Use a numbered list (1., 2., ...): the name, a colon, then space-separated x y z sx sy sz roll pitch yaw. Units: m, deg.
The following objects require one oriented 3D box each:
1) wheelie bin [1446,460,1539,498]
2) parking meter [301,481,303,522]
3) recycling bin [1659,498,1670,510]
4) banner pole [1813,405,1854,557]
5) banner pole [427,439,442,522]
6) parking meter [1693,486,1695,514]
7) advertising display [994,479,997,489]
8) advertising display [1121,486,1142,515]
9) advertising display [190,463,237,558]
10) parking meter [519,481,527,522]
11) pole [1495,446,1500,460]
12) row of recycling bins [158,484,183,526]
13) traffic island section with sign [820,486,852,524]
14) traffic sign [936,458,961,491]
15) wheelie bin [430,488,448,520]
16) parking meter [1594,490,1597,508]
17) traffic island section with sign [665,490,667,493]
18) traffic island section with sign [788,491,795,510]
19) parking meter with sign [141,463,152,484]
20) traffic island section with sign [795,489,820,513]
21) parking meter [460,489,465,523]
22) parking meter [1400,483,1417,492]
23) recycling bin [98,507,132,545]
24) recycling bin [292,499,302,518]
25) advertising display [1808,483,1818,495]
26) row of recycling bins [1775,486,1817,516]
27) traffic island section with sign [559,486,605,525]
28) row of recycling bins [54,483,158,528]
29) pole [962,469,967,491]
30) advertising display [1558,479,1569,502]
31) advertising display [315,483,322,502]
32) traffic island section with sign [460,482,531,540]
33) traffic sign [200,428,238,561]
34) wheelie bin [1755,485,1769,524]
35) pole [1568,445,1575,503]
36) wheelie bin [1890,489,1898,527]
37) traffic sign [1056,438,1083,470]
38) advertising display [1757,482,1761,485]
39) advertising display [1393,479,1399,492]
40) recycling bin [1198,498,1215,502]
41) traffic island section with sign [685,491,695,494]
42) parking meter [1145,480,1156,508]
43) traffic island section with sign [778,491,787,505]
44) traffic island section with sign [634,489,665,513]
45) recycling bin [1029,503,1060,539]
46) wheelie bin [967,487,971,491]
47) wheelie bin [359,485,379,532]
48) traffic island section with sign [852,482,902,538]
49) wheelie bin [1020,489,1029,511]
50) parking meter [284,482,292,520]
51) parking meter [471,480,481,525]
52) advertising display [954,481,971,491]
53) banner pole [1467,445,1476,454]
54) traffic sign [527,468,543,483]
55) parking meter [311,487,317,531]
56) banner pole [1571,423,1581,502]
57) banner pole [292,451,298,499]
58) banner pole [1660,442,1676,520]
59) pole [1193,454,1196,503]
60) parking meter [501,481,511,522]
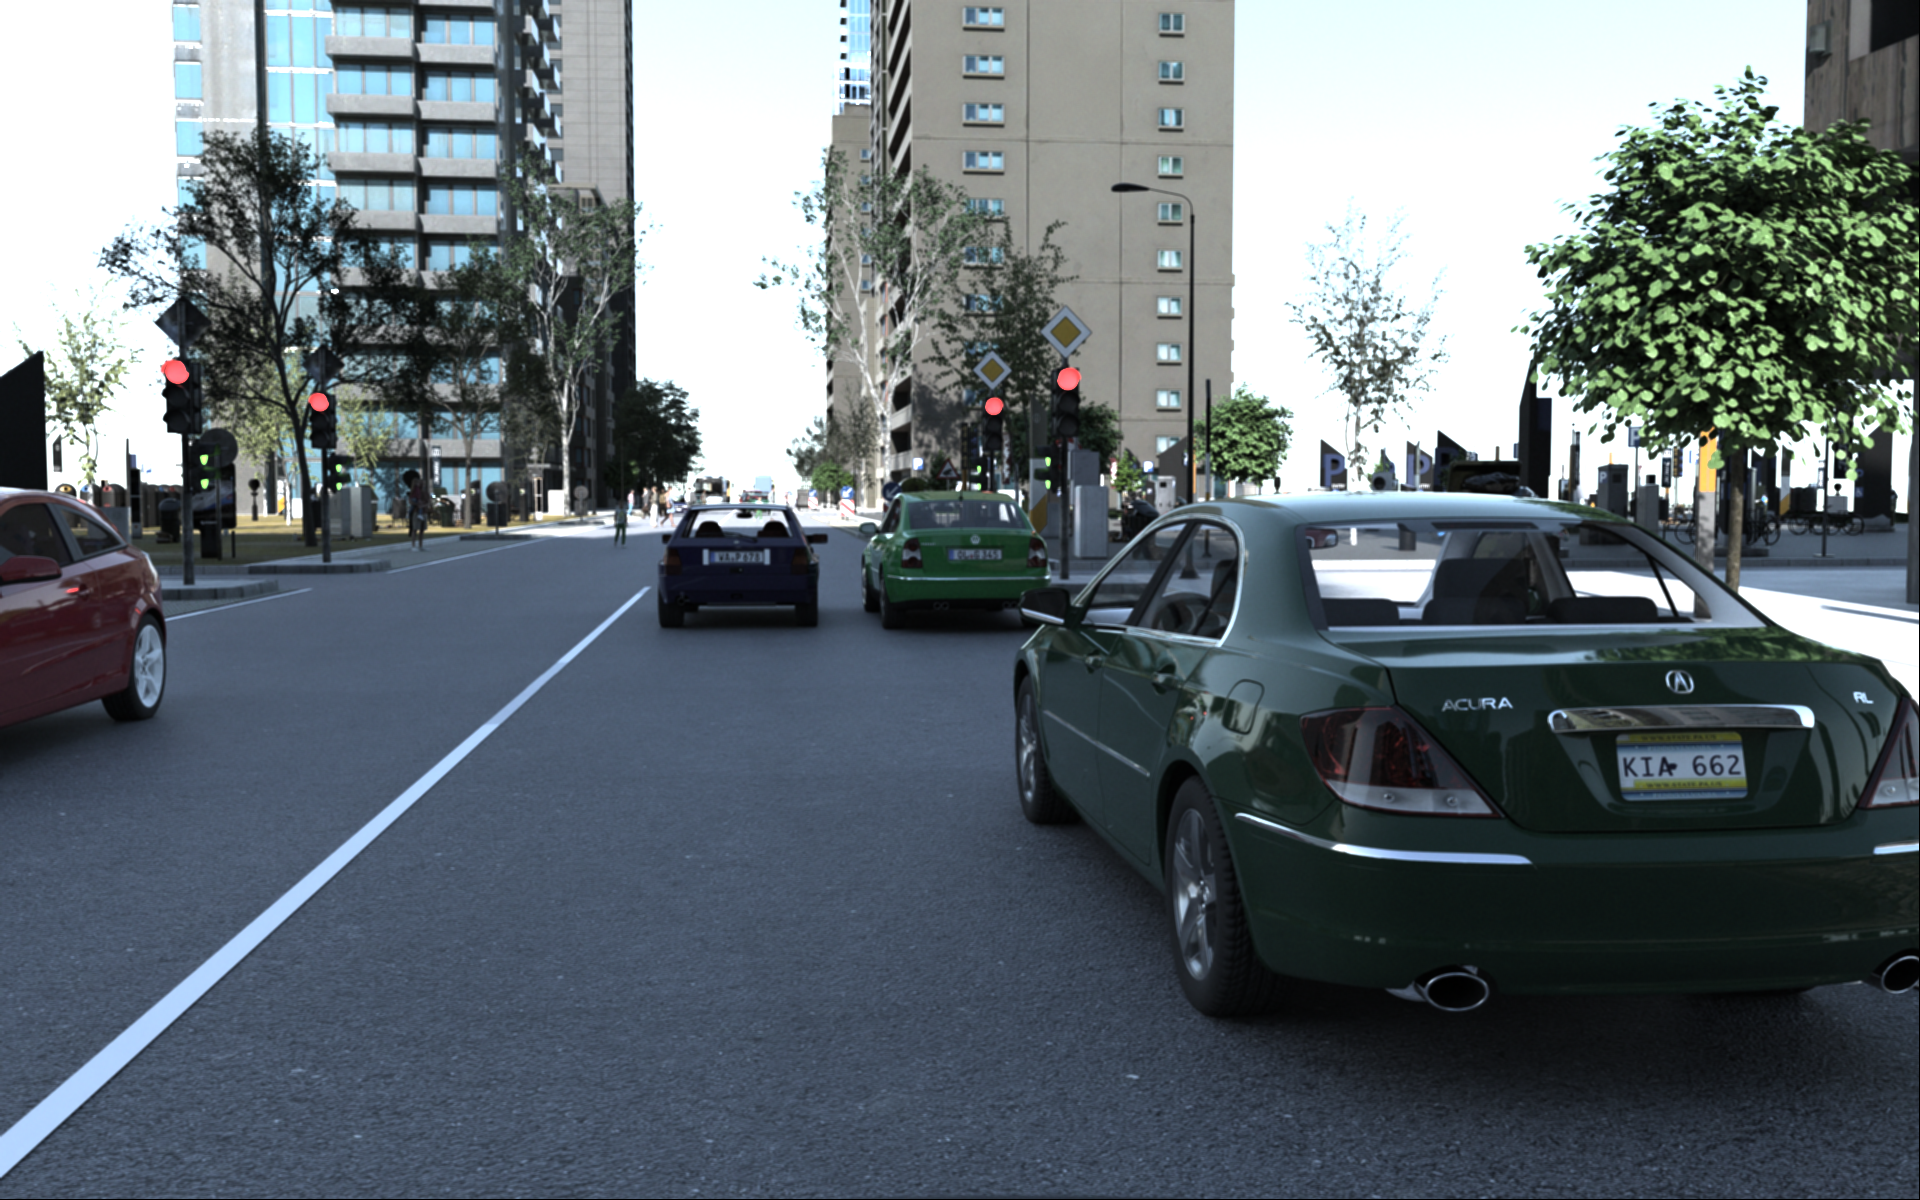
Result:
1. wheelie bin: 4.944 -0.508 16.221 0.980 1.594 0.693 0 4 5
2. parking meter: -29.647 -4.459 78.613 0.255 1.863 0.399 2 4 24
3. recycling bin: 40.639 -5.373 100.398 0.722 1.027 0.722 -3 5 -43
4. banner pole: 17.975 -2.783 35.525 0.863 3.779 0.401 -1 4 -13
5. banner pole: -24.017 -5.445 79.044 0.401 3.779 0.863 3 5 41
6. parking meter: 46.001 -6.268 108.191 0.399 1.863 0.255 0 4 3
7. advertising display: 1.160 -4.346 76.277 0.974 1.923 0.123 2 4 31
8. advertising display: 7.689 -4.431 77.652 0.974 1.923 0.123 -1 4 -11
9. advertising display: -15.009 -1.801 34.658 0.974 1.923 0.123 -1 4 -15
10. parking meter: -19.853 -4.466 78.730 0.255 1.863 0.399 0 4 0
11. pole: 22.594 -4.833 72.867 0.158 3.312 0.155 0 3 0
12. row of recycling bins: -32.309 -3.840 69.902 1.069 1.692 3.534 0 4 1
13. traffic island section with sign: -5.577 -4.577 83.468 1.989 1.847 2.006 0 4 -7
14. traffic sign: -0.422 -3.755 61.399 0.884 2.594 0.081 0 4 1
15. wheelie bin: -25.378 -4.676 84.369 0.980 1.594 0.693 -3 4 -36
16. parking meter: 25.074 -3.640 67.918 0.372 1.533 0.369 0 3 0
17. traffic island section with sign: -26.930 -9.175 158.644 1.989 1.847 2.006 0 4 -7
18. traffic island section with sign: -14.559 -9.198 159.021 1.989 1.847 2.006 0 4 -7
19. parking meter with sign: -46.871 -6.291 99.117 1.738 3.016 0.543 3 5 42
20. traffic island section with sign: -11.378 -7.561 132.253 1.989 1.847 2.006 0 4 -7
21. parking meter: -21.616 -4.110 75.609 0.372 1.533 0.369 0 3 0
22. parking meter: 10.172 -1.891 39.331 0.372 1.533 0.369 0 3 0
23. recycling bin: -16.564 -1.296 33.745 0.722 1.027 0.722 -1 4 -21
24. recycling bin: -35.377 -4.872 92.205 0.722 1.027 0.722 -2 4 -27
25. advertising display: 49.790 -5.867 101.139 0.974 1.923 0.123 -3 5 -39
26. row of recycling bins: 45.931 -5.412 95.596 1.069 1.692 3.534 -1 4 -11
27. traffic island section with sign: -17.690 -4.429 81.036 1.989 1.847 2.006 0 4 -7
28. row of recycling bins: -32.307 -3.552 65.182 3.534 1.692 1.069 0 4 2
29. pole: 0.160 -4.046 59.991 0.158 3.312 0.155 0 3 0
30. advertising display: 25.529 -4.149 73.050 0.974 1.923 0.123 -3 5 -41
31. advertising display: -36.301 -5.711 98.584 0.123 1.923 0.974 2 4 26
32. traffic island section with sign: -14.514 -2.791 54.268 1.989 1.847 2.006 0 4 -7
33. traffic sign: -14.290 -2.034 33.366 0.768 2.556 0.104 0 4 -3
34. wheelie bin: 28.695 -3.339 62.497 0.693 1.594 0.980 -3 5 -42
35. pole: 25.201 -4.744 71.401 0.158 3.312 0.155 0 3 0
36. wheelie bin: 34.012 -3.410 63.668 0.980 1.594 0.693 -1 4 -19
37. traffic sign: 2.372 -2.357 38.636 0.768 2.556 0.104 0 4 2
38. advertising display: 42.986 -5.365 92.930 0.974 1.923 0.123 -3 5 -43
39. advertising display: 18.422 -4.213 74.089 0.974 1.923 0.123 -3 5 -41
40. recycling bin: 14.819 -5.602 104.153 0.722 1.027 0.722 -2 4 -31
41. traffic island section with sign: -33.348 -12.476 212.602 1.989 1.847 2.006 0 4 -7
42. parking meter: 7.927 -4.059 72.081 0.399 1.863 0.255 1 4 18
43. traffic island section with sign: -24.437 -14.277 242.056 1.989 1.847 2.006 0 4 -7
44. traffic island section with sign: -23.738 -7.538 131.878 1.989 1.847 2.006 0 4 -7
45. recycling bin: 2.453 -2.309 50.311 0.722 1.027 0.722 -1 4 -21
46. wheelie bin: 0.568 -4.408 79.979 0.693 1.594 0.980 -1 4 -18
47. wheelie bin: -20.044 -3.081 58.285 0.693 1.594 0.980 1 4 13
48. traffic island section with sign: -2.384 -2.940 56.702 1.989 1.847 2.006 0 4 -7
49. wheelie bin: 3.621 -5.616 99.737 0.693 1.594 0.980 -1 4 -17
50. parking meter: -32.972 -4.849 84.994 0.255 1.863 0.399 0 4 3
51. parking meter: -20.375 -4.106 72.850 0.255 1.863 0.399 1 4 18
52. advertising display: 0.133 -4.924 85.728 0.974 1.923 0.123 -3 4 -37
53. banner pole: 26.128 -6.032 88.645 0.863 3.779 0.401 -2 4 -25
54. traffic sign: -20.435 -5.092 83.364 0.768 2.556 0.104 0 4 -2
55. parking meter: -22.458 -3.147 59.870 0.372 1.533 0.369 0 3 0
56. banner pole: 21.533 -4.320 60.642 0.401 3.779 0.863 0 4 -4
57. banner pole: -38.998 -6.824 101.588 0.401 3.779 0.863 -3 5 -43
58. banner pole: 33.738 -5.644 82.299 0.863 3.779 0.401 1 4 13
59. pole: 8.393 -4.187 62.305 0.158 3.312 0.155 0 3 0
60. parking meter: -20.541 -4.442 78.331 0.399 1.863 0.255 1 4 13
